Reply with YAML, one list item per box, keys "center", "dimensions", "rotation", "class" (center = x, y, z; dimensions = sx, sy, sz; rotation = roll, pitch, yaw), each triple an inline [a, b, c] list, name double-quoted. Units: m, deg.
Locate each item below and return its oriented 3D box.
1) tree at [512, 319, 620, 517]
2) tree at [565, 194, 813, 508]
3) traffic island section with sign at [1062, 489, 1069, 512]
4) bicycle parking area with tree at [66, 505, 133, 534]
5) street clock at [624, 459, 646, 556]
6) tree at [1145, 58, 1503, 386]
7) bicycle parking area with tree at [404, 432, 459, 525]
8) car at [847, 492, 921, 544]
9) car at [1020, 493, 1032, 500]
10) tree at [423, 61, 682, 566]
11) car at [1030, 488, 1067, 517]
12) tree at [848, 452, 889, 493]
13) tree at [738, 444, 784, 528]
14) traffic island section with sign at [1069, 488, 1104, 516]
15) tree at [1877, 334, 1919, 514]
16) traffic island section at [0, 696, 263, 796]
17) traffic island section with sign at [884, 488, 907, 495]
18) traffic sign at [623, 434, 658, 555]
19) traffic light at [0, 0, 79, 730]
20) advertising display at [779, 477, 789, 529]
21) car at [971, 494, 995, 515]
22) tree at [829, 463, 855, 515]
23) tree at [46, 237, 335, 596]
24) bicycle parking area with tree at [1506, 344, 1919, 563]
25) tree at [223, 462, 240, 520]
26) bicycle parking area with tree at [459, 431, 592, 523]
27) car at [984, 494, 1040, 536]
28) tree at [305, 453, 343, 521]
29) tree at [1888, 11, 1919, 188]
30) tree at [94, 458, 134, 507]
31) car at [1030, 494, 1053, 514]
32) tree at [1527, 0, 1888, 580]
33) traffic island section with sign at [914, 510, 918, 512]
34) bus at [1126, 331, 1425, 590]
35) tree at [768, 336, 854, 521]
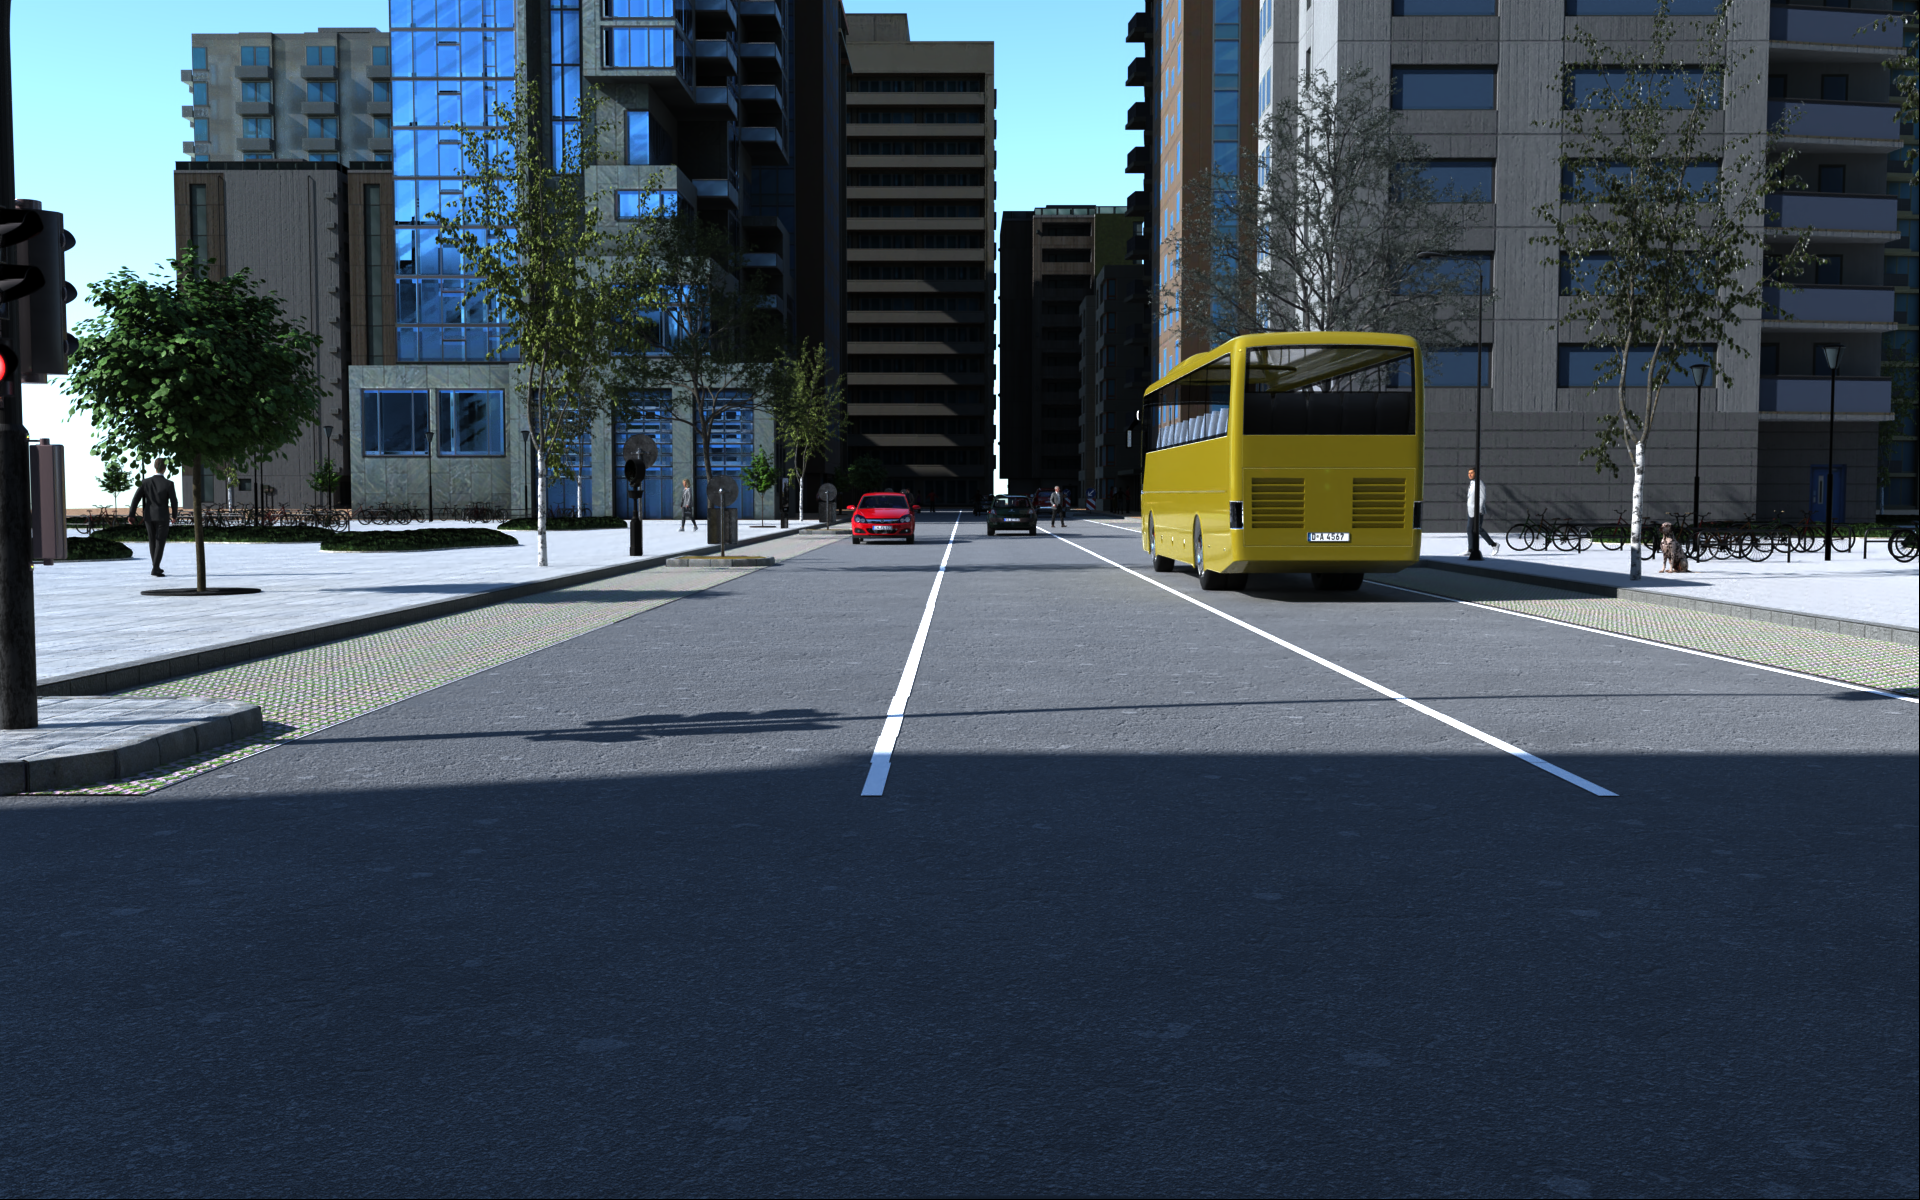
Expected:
- center: [-15.796, -7.363, 70.743]
  dimensions: [4.360, 8.622, 3.978]
  rotation: [0, 3, 0]
  class: "tree"
- center: [-8.051, -7.330, 54.251]
  dimensions: [7.601, 10.594, 8.767]
  rotation: [1, 4, 19]
  class: "tree"
- center: [8.431, -7.997, 139.373]
  dimensions: [1.989, 1.847, 2.006]
  rotation: [0, 4, 0]
  class: "traffic island section with sign"
- center: [-24.653, -4.253, 56.539]
  dimensions: [9.016, 4.147, 8.231]
  rotation: [2, 4, 30]
  class: "bicycle parking area with tree"
- center: [-6.719, -1.913, 35.853]
  dimensions: [0.358, 2.002, 0.471]
  rotation: [-3, 5, -43]
  class: "street clock"
- center: [10.341, -8.498, 49.312]
  dimensions: [12.009, 13.543, 11.850]
  rotation: [0, 3, 0]
  class: "tree"
- center: [-26.838, -5.101, 70.395]
  dimensions: [9.016, 4.147, 8.231]
  rotation: [1, 4, 22]
  class: "bicycle parking area with tree"
- center: [-2.231, -2.561, 50.911]
  dimensions: [2.155, 1.783, 4.494]
  rotation: [0, 4, -1]
  class: "car"
- center: [5.539, -8.844, 153.640]
  dimensions: [2.155, 1.783, 4.494]
  rotation: [0, 4, 1]
  class: "car"
- center: [-7.196, -4.909, 30.625]
  dimensions: [4.737, 8.622, 4.395]
  rotation: [0, 3, 0]
  class: "tree"
- center: [5.502, -6.044, 107.492]
  dimensions: [2.281, 1.827, 5.304]
  rotation: [0, 4, 2]
  class: "car"
- center: [-7.173, -9.242, 134.827]
  dimensions: [4.285, 4.588, 4.351]
  rotation: [0, 3, 0]
  class: "tree"
- center: [-7.728, -4.401, 66.551]
  dimensions: [1.663, 3.219, 1.824]
  rotation: [0, 3, 0]
  class: "tree"
- center: [8.329, -6.348, 112.418]
  dimensions: [1.989, 1.847, 2.006]
  rotation: [0, 4, 0]
  class: "traffic island section with sign"
- center: [41.999, -7.878, 79.164]
  dimensions: [4.737, 8.622, 4.395]
  rotation: [0, 3, 0]
  class: "tree"
- center: [-5.195, 0.781, 9.513]
  dimensions: [2.009, 0.180, 2.903]
  rotation: [0, 4, 0]
  class: "traffic island section"
- center: [-4.497, -6.278, 111.270]
  dimensions: [1.989, 1.847, 2.006]
  rotation: [0, 4, 0]
  class: "traffic island section with sign"
- center: [-6.774, -2.237, 36.686]
  dimensions: [0.768, 2.556, 0.104]
  rotation: [0, 4, 7]
  class: "traffic sign"
- center: [-3.063, -2.125, 9.405]
  dimensions: [4.771, 5.953, 1.251]
  rotation: [0, 4, 0]
  class: "traffic light"
- center: [-6.579, -3.647, 64.843]
  dimensions: [0.123, 1.923, 0.974]
  rotation: [1, 4, 9]
  class: "advertising display"
- center: [1.799, -6.911, 122.784]
  dimensions: [2.009, 1.686, 4.222]
  rotation: [0, 4, -1]
  class: "car"
- center: [-7.427, -6.823, 106.163]
  dimensions: [1.663, 3.219, 1.824]
  rotation: [0, 3, 0]
  class: "tree"
- center: [-9.898, -2.367, 22.406]
  dimensions: [4.285, 4.588, 4.351]
  rotation: [0, 3, 0]
  class: "tree"
- center: [16.391, -2.989, 35.871]
  dimensions: [9.016, 4.147, 8.231]
  rotation: [1, 4, 9]
  class: "bicycle parking area with tree"
- center: [-34.644, -8.020, 81.489]
  dimensions: [4.737, 8.622, 4.395]
  rotation: [0, 3, 0]
  class: "tree"
- center: [-22.024, -5.658, 79.504]
  dimensions: [8.231, 4.147, 9.016]
  rotation: [2, 4, 33]
  class: "bicycle parking area with tree"
- center: [1.828, -3.125, 60.881]
  dimensions: [2.009, 1.686, 4.222]
  rotation: [0, 4, 2]
  class: "car"
- center: [-30.182, -5.384, 82.630]
  dimensions: [1.663, 3.219, 1.824]
  rotation: [0, 3, 0]
  class: "tree"
- center: [10.988, -4.088, 17.206]
  dimensions: [4.360, 8.622, 3.978]
  rotation: [0, 3, 0]
  class: "tree"
- center: [-39.036, -5.209, 79.772]
  dimensions: [1.663, 3.219, 1.824]
  rotation: [0, 3, 0]
  class: "tree"
- center: [5.733, -6.820, 121.100]
  dimensions: [1.945, 1.707, 3.694]
  rotation: [0, 3, 0]
  class: "car"
- center: [10.282, -4.605, 25.660]
  dimensions: [4.360, 8.622, 3.978]
  rotation: [0, 3, 0]
  class: "tree"
- center: [-4.399, -7.933, 138.337]
  dimensions: [1.989, 1.847, 2.006]
  rotation: [0, 4, 0]
  class: "traffic island section with sign"
- center: [4.778, -2.268, 28.621]
  dimensions: [2.896, 3.916, 12.252]
  rotation: [0, 4, 0]
  class: "bus"
- center: [-7.363, -8.042, 81.857]
  dimensions: [4.737, 8.622, 4.395]
  rotation: [0, 3, 0]
  class: "tree"
